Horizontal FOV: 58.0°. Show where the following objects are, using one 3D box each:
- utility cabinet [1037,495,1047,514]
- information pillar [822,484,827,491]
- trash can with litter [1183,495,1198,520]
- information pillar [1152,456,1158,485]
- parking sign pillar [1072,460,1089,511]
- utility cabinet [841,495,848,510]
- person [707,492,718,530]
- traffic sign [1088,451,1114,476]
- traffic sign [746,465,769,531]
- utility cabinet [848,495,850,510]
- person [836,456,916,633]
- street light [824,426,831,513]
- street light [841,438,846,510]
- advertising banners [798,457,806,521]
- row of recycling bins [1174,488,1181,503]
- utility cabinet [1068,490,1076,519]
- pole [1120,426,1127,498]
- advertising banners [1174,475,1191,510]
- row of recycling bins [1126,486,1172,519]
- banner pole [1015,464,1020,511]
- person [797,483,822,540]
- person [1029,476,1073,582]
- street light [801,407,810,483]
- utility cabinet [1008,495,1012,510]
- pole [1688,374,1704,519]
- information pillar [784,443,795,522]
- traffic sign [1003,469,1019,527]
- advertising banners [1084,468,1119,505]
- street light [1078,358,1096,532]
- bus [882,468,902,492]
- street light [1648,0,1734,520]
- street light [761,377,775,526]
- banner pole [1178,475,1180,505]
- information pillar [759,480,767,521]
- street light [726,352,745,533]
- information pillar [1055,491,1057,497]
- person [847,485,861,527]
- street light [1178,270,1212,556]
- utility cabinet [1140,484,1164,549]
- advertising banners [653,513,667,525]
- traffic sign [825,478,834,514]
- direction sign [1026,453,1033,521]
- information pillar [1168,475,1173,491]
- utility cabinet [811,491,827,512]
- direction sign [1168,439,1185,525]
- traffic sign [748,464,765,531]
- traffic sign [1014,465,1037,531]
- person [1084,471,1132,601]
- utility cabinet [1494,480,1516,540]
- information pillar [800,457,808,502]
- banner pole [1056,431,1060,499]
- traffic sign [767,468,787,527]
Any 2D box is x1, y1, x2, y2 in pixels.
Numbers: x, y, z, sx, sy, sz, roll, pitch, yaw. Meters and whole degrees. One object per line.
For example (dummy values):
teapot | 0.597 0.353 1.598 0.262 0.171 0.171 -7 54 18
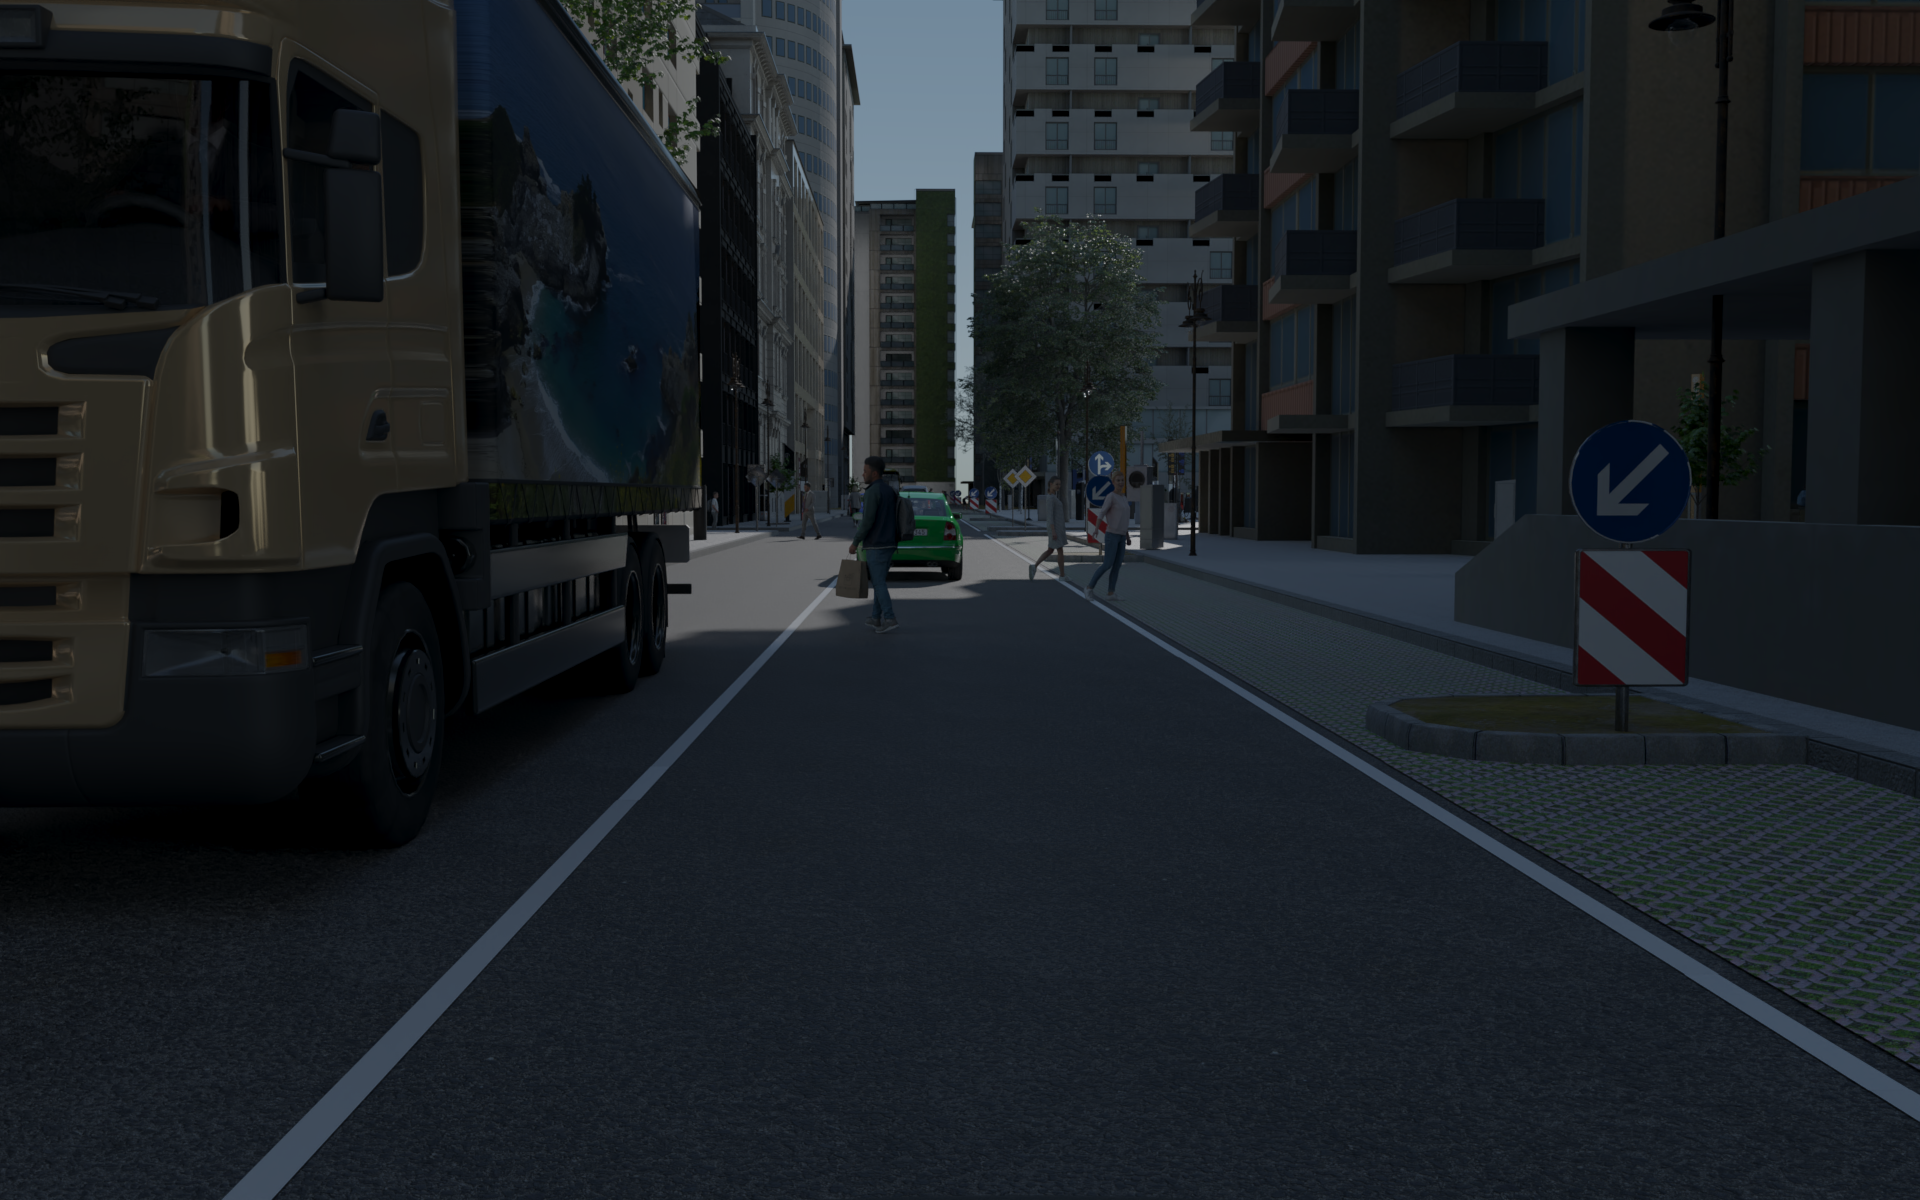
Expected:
utility cabinet | 5.334 -6.021 109.609 0.306 1.237 1.020 -3 5 -41
information pillar | -10.070 -7.613 128.968 0.304 2.012 0.304 2 4 31
trash can with litter | 11.827 -4.610 86.439 2.233 1.210 1.678 1 4 21
information pillar | 12.122 -7.110 107.609 0.183 3.616 0.504 -3 4 -37
parking sign pillar | 9.080 -8.704 130.786 1.447 3.967 1.447 0 4 0
utility cabinet | -9.488 -7.919 140.642 0.306 1.237 1.020 0 4 -1
person | -8.811 -3.127 62.221 0.523 1.515 0.503 -3 4 -38
traffic sign | 4.162 -3.117 51.077 0.768 2.556 0.104 0 4 3
traffic sign | -6.986 -3.430 59.717 0.795 2.450 0.064 0 4 -1
utility cabinet | -9.103 -7.995 141.884 0.306 1.237 1.020 1 4 15
person | -0.885 -0.577 17.920 0.794 1.824 0.713 -3 5 -44
street light | -8.781 -8.709 115.186 0.468 5.910 1.993 0 4 -1
street light | -9.266 -10.128 138.382 0.468 5.910 1.993 0 4 -1
advertising banners | -7.631 -5.354 83.729 0.090 3.025 2.074 0 4 5
row of recycling bins | 13.069 -6.655 115.929 3.534 1.692 1.069 2 4 23
utility cabinet | 5.890 -4.912 88.998 0.318 1.500 1.173 2 4 32
pole | 4.906 -3.558 52.019 0.158 3.312 0.155 0 3 0
advertising banners | 17.819 -8.745 139.164 2.074 3.025 0.090 -3 4 -38
row of recycling bins | 9.007 -5.016 89.121 3.534 1.692 1.069 -1 4 -12
banner pole | 4.310 -8.544 129.718 0.401 3.779 0.863 -2 4 -28
person | -4.739 -2.798 54.526 0.850 1.792 0.678 -3 4 -38
person | 1.503 -1.164 28.274 0.760 1.731 0.466 -2 4 -26
street light | -8.198 -7.289 91.958 0.468 5.910 1.993 0 4 -1
utility cabinet | 4.051 -7.962 141.343 0.306 1.237 1.020 0 4 0
pole | 12.535 -2.182 29.516 0.158 3.312 0.155 0 3 0
information pillar | -7.868 -5.405 79.723 0.504 3.616 0.183 -1 4 -9
traffic sign | 2.068 -3.930 67.897 0.795 2.450 0.064 0 4 -1
advertising banners | 8.074 -6.277 98.811 2.074 3.025 0.090 1 4 8
street light | 4.331 -5.276 59.057 0.468 5.910 1.993 0 4 -1
bus | -7.005 -10.659 165.823 2.896 3.916 12.252 0 4 -2
street light | 5.425 -2.422 12.383 0.468 5.910 1.993 0 4 -1
street light | -7.616 -5.870 68.765 0.468 5.910 1.993 0 4 -1
banner pole | 13.773 -7.265 108.802 0.401 3.779 0.863 1 4 17
information pillar | -9.371 -4.779 82.631 0.304 2.012 0.304 2 4 27
street light | -7.310 -5.129 56.641 0.468 5.910 1.993 0 4 -1
information pillar | 4.969 -5.207 89.627 0.304 2.012 0.304 3 5 44
person | -4.593 -4.037 74.694 0.709 1.800 0.728 -1 4 -8
street light | 4.846 -3.858 35.863 0.468 5.910 1.993 0 4 -1
utility cabinet | 4.454 -1.931 40.254 0.318 1.500 1.173 1 4 20
advertising banners | -6.895 -2.692 40.208 0.090 3.025 2.074 0 4 3
traffic sign | -8.220 -6.553 109.276 0.606 2.300 0.079 0 4 3
direction sign | 3.337 -5.616 83.822 0.379 3.537 0.876 1 4 18
information pillar | 17.294 -9.238 142.391 0.183 3.616 0.504 3 5 41
utility cabinet | -9.640 -6.744 118.941 1.173 1.500 0.318 0 4 2
direction sign | 8.949 -4.875 71.702 0.876 3.537 0.379 -2 4 -33
traffic sign | -7.037 -3.531 59.865 0.606 2.300 0.079 0 4 7
traffic sign | 2.257 -3.442 59.914 0.795 2.450 0.064 0 4 -1
person | 1.923 -0.850 23.065 0.598 1.740 0.731 2 4 25
utility cabinet | 8.488 -1.122 27.028 0.318 1.500 1.173 1 4 18
information pillar | -9.945 -7.295 110.627 0.504 3.616 0.183 -1 4 -20
banner pole | 3.844 -4.793 68.379 0.401 3.779 0.863 1 4 12
traffic sign | -7.174 -3.918 67.700 0.795 2.450 0.064 0 4 -1
